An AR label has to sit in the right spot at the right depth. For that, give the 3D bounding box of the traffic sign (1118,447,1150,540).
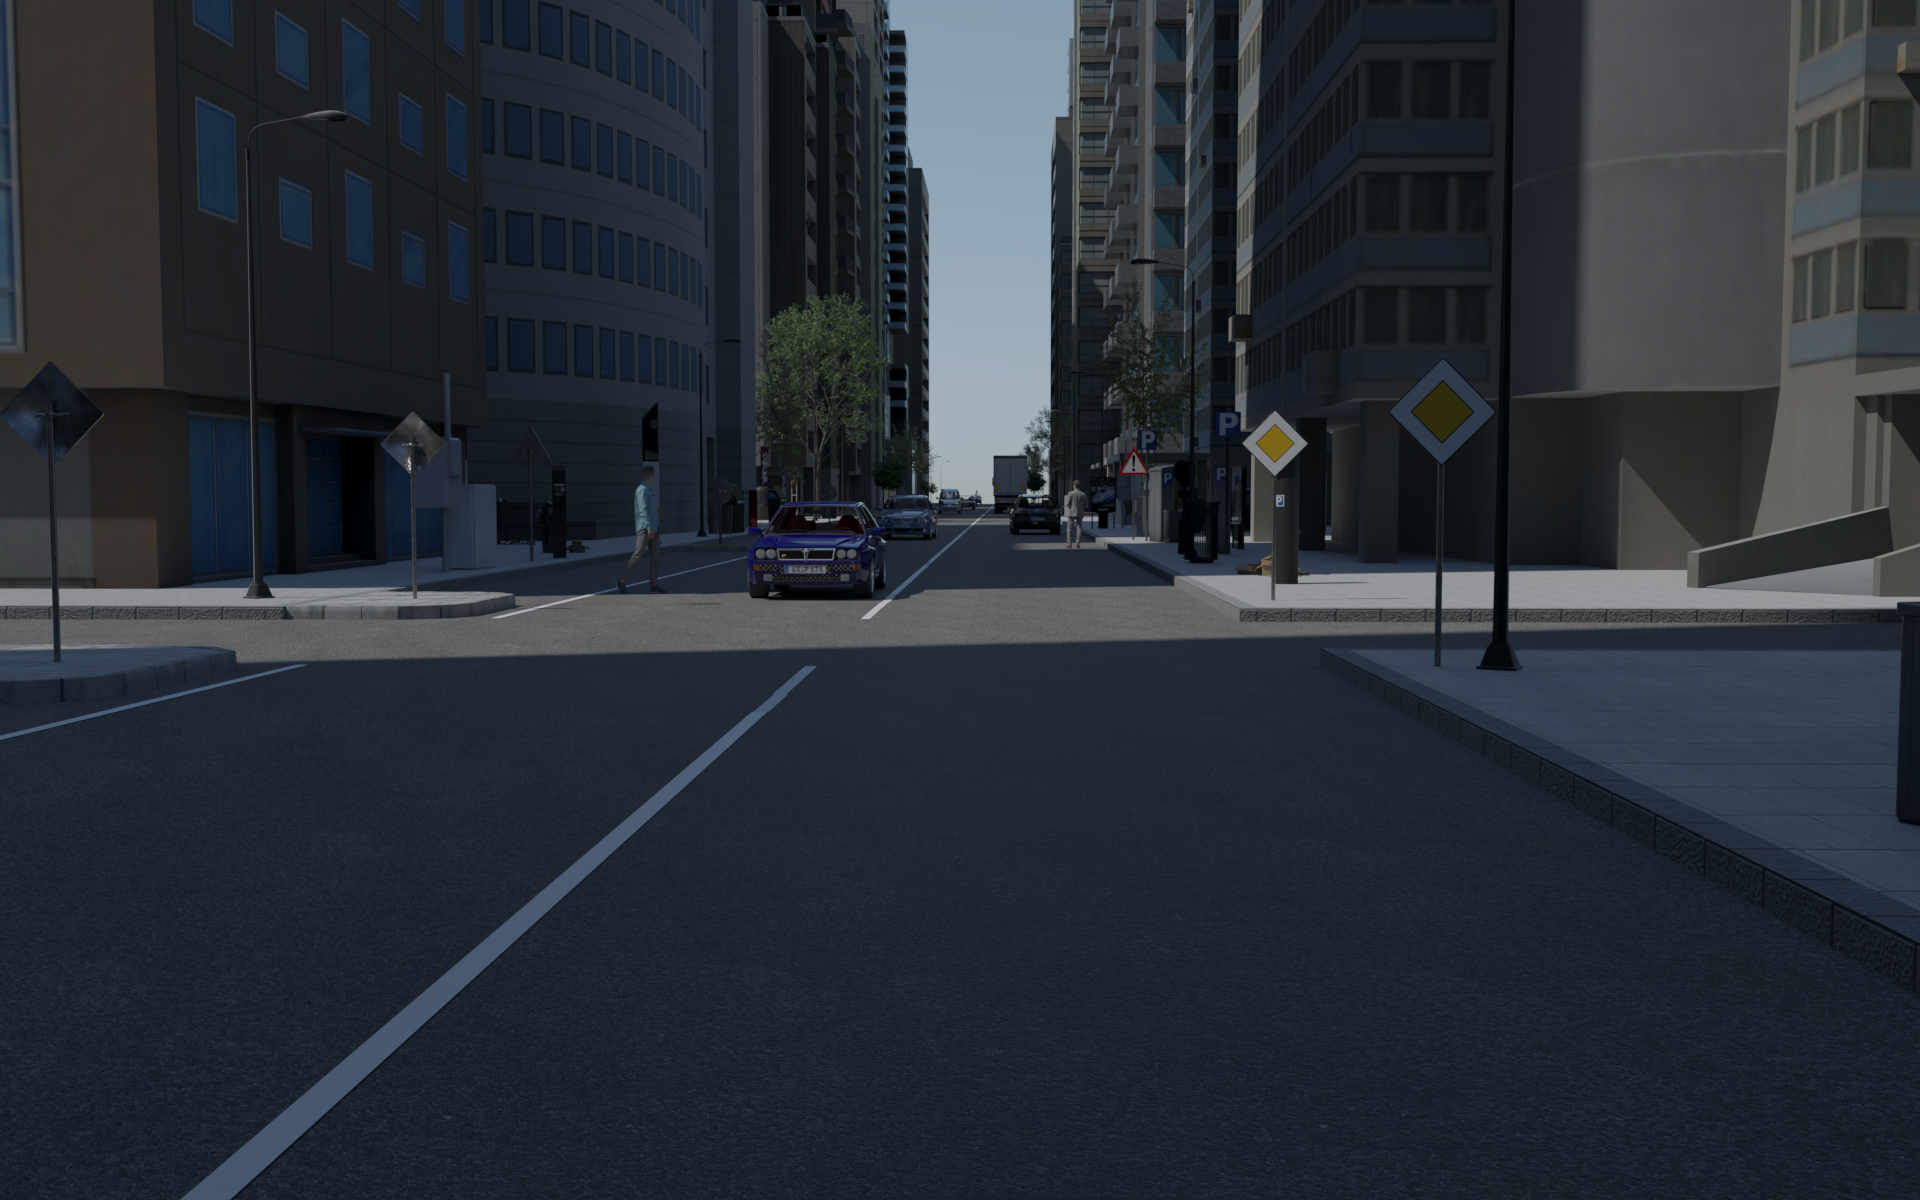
[{"bbox_3d":[4.828,-2.946,48.178,0.884,2.594,0.081,0,4,7],"label":"traffic sign"}]

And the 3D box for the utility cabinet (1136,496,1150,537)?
[{"bbox_3d":[5.568,-2.529,52.503,0.306,1.237,1.020,0,4,-4],"label":"utility cabinet"}]

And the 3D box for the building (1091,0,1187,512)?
[{"bbox_3d":[20.822,-30.063,111.143,23.786,49.044,30.456,0,4,2],"label":"building"}]

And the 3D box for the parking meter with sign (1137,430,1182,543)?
[{"bbox_3d":[5.373,-3.058,46.255,0.543,3.016,1.738,-1,4,-21],"label":"parking meter with sign"}]

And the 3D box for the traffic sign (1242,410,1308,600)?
[{"bbox_3d":[3.774,-1.051,20.830,0.795,2.450,0.064,0,4,2],"label":"traffic sign"}]

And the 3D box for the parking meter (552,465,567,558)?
[{"bbox_3d":[-8.017,-1.770,34.644,0.255,1.863,0.399,-1,4,-15],"label":"parking meter"}]

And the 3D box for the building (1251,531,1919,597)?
[{"bbox_3d":[18.831,-21.062,36.240,23.993,40.220,32.217,0,4,2],"label":"building"}]

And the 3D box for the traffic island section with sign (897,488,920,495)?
[{"bbox_3d":[-3.997,-6.818,120.096,1.989,1.847,2.006,0,4,2],"label":"traffic island section with sign"}]

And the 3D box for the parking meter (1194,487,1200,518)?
[{"bbox_3d":[8.778,-3.448,64.792,0.372,1.533,0.369,0,3,0],"label":"parking meter"}]

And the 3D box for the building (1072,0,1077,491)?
[{"bbox_3d":[20.573,-37.461,154.479,21.231,58.520,28.212,0,4,2],"label":"building"}]

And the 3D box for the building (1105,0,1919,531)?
[{"bbox_3d":[22.931,-23.529,76.583,32.217,40.220,23.993,0,4,2],"label":"building"}]

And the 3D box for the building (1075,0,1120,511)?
[{"bbox_3d":[15.946,-27.533,133.751,14.154,41.232,14.086,0,4,2],"label":"building"}]

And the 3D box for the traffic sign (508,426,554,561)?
[{"bbox_3d":[-8.170,-2.016,32.973,0.884,2.594,0.081,0,4,2],"label":"traffic sign"}]

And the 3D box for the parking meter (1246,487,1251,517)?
[{"bbox_3d":[10.674,-3.400,64.002,0.372,1.533,0.369,0,3,0],"label":"parking meter"}]

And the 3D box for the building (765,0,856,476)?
[{"bbox_3d":[-19.220,-28.742,124.549,22.147,44.769,28.867,0,4,2],"label":"building"}]

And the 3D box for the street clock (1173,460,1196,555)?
[{"bbox_3d":[4.765,-1.971,36.798,0.358,2.002,0.471,-2,4,-35],"label":"street clock"}]

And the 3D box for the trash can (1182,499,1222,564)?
[{"bbox_3d":[4.489,-1.255,32.177,0.748,1.137,0.748,0,3,0],"label":"trash can"}]

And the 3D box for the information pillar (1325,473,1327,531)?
[{"bbox_3d":[12.559,-3.406,60.180,0.304,2.012,0.304,0,4,1],"label":"information pillar"}]

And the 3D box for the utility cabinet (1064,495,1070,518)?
[{"bbox_3d":[5.966,-5.042,93.603,0.306,1.237,1.020,2,4,27],"label":"utility cabinet"}]

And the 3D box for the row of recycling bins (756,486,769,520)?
[{"bbox_3d":[-10.754,-4.824,85.983,3.534,1.692,1.069,3,5,41],"label":"row of recycling bins"}]

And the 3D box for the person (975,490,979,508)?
[{"bbox_3d":[1.782,-10.746,184.179,0.705,1.826,1.348,-1,4,-16],"label":"person"}]

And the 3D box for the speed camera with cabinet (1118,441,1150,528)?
[{"bbox_3d":[6.789,-4.263,64.040,2.038,3.252,0.660,3,5,44],"label":"speed camera with cabinet"}]

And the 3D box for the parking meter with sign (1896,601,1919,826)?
[{"bbox_3d":[4.522,-0.647,6.844,1.738,3.016,0.543,-1,4,-23],"label":"parking meter with sign"}]

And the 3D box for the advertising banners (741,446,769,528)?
[{"bbox_3d":[-7.570,-4.094,63.116,0.090,3.025,2.074,2,4,31],"label":"advertising banners"}]

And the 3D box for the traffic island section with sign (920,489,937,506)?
[{"bbox_3d":[-3.252,-8.505,147.691,1.989,1.847,2.006,0,4,2],"label":"traffic island section with sign"}]

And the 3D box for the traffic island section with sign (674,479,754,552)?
[{"bbox_3d":[-6.074,-2.147,43.738,1.989,1.847,2.006,0,4,2],"label":"traffic island section with sign"}]

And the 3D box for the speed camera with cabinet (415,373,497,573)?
[{"bbox_3d":[-8.463,-2.124,29.061,0.660,3.252,2.038,1,4,8],"label":"speed camera with cabinet"}]

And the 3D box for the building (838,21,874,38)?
[{"bbox_3d":[-14.678,-28.292,146.167,14.154,41.232,14.086,0,4,2],"label":"building"}]

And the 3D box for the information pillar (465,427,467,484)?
[{"bbox_3d":[-12.193,-3.109,42.185,0.183,3.616,0.504,1,4,21],"label":"information pillar"}]

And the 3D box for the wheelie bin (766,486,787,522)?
[{"bbox_3d":[-7.467,-3.814,70.263,0.693,1.594,0.980,1,4,20],"label":"wheelie bin"}]

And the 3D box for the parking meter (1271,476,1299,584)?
[{"bbox_3d":[4.644,-0.997,24.715,0.372,1.533,0.369,0,3,0],"label":"parking meter"}]

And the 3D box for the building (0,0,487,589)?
[{"bbox_3d":[-17.198,-23.166,28.879,14.600,45.320,14.200,0,4,2],"label":"building"}]

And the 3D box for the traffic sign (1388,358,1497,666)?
[{"bbox_3d":[3.557,-0.563,12.848,0.795,2.450,0.064,0,4,2],"label":"traffic sign"}]

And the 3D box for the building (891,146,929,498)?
[{"bbox_3d":[-15.470,-37.966,244.452,21.300,48.544,21.600,0,4,2],"label":"building"}]

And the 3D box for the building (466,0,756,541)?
[{"bbox_3d":[-19.470,-31.541,57.700,21.231,58.520,28.212,0,4,2],"label":"building"}]

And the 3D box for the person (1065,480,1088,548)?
[{"bbox_3d":[3.060,-2.283,46.020,0.606,1.804,0.583,-1,4,-19],"label":"person"}]

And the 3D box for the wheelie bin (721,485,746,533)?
[{"bbox_3d":[-7.507,-3.005,57.039,0.693,1.594,0.980,1,4,21],"label":"wheelie bin"}]

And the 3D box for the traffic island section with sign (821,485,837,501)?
[{"bbox_3d":[-5.334,-3.817,71.038,1.989,1.847,2.006,0,4,2],"label":"traffic island section with sign"}]

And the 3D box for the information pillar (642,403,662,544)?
[{"bbox_3d":[-7.894,-3.237,44.275,0.183,3.616,0.504,3,5,40],"label":"information pillar"}]

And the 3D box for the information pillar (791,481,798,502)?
[{"bbox_3d":[-9.216,-5.631,96.554,0.304,2.012,0.304,0,4,5],"label":"information pillar"}]

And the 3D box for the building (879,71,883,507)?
[{"bbox_3d":[-14.677,-29.204,161.076,14.154,41.232,14.086,0,4,2],"label":"building"}]

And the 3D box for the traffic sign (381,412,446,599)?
[{"bbox_3d":[-6.665,-1.070,21.134,0.795,2.450,0.064,0,4,2],"label":"traffic sign"}]

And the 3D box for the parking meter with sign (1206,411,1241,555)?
[{"bbox_3d":[5.608,-2.516,37.394,0.543,3.016,1.738,0,4,-2],"label":"parking meter with sign"}]

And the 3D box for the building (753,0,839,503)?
[{"bbox_3d":[-14.979,-20.288,103.415,14.160,30.474,14.107,0,4,2],"label":"building"}]

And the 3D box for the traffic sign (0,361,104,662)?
[{"bbox_3d":[-6.883,-0.582,13.152,0.795,2.450,0.064,0,4,2],"label":"traffic sign"}]

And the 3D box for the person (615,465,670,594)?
[{"bbox_3d":[-4.547,-1.008,24.835,0.748,1.841,0.638,1,4,11],"label":"person"}]
